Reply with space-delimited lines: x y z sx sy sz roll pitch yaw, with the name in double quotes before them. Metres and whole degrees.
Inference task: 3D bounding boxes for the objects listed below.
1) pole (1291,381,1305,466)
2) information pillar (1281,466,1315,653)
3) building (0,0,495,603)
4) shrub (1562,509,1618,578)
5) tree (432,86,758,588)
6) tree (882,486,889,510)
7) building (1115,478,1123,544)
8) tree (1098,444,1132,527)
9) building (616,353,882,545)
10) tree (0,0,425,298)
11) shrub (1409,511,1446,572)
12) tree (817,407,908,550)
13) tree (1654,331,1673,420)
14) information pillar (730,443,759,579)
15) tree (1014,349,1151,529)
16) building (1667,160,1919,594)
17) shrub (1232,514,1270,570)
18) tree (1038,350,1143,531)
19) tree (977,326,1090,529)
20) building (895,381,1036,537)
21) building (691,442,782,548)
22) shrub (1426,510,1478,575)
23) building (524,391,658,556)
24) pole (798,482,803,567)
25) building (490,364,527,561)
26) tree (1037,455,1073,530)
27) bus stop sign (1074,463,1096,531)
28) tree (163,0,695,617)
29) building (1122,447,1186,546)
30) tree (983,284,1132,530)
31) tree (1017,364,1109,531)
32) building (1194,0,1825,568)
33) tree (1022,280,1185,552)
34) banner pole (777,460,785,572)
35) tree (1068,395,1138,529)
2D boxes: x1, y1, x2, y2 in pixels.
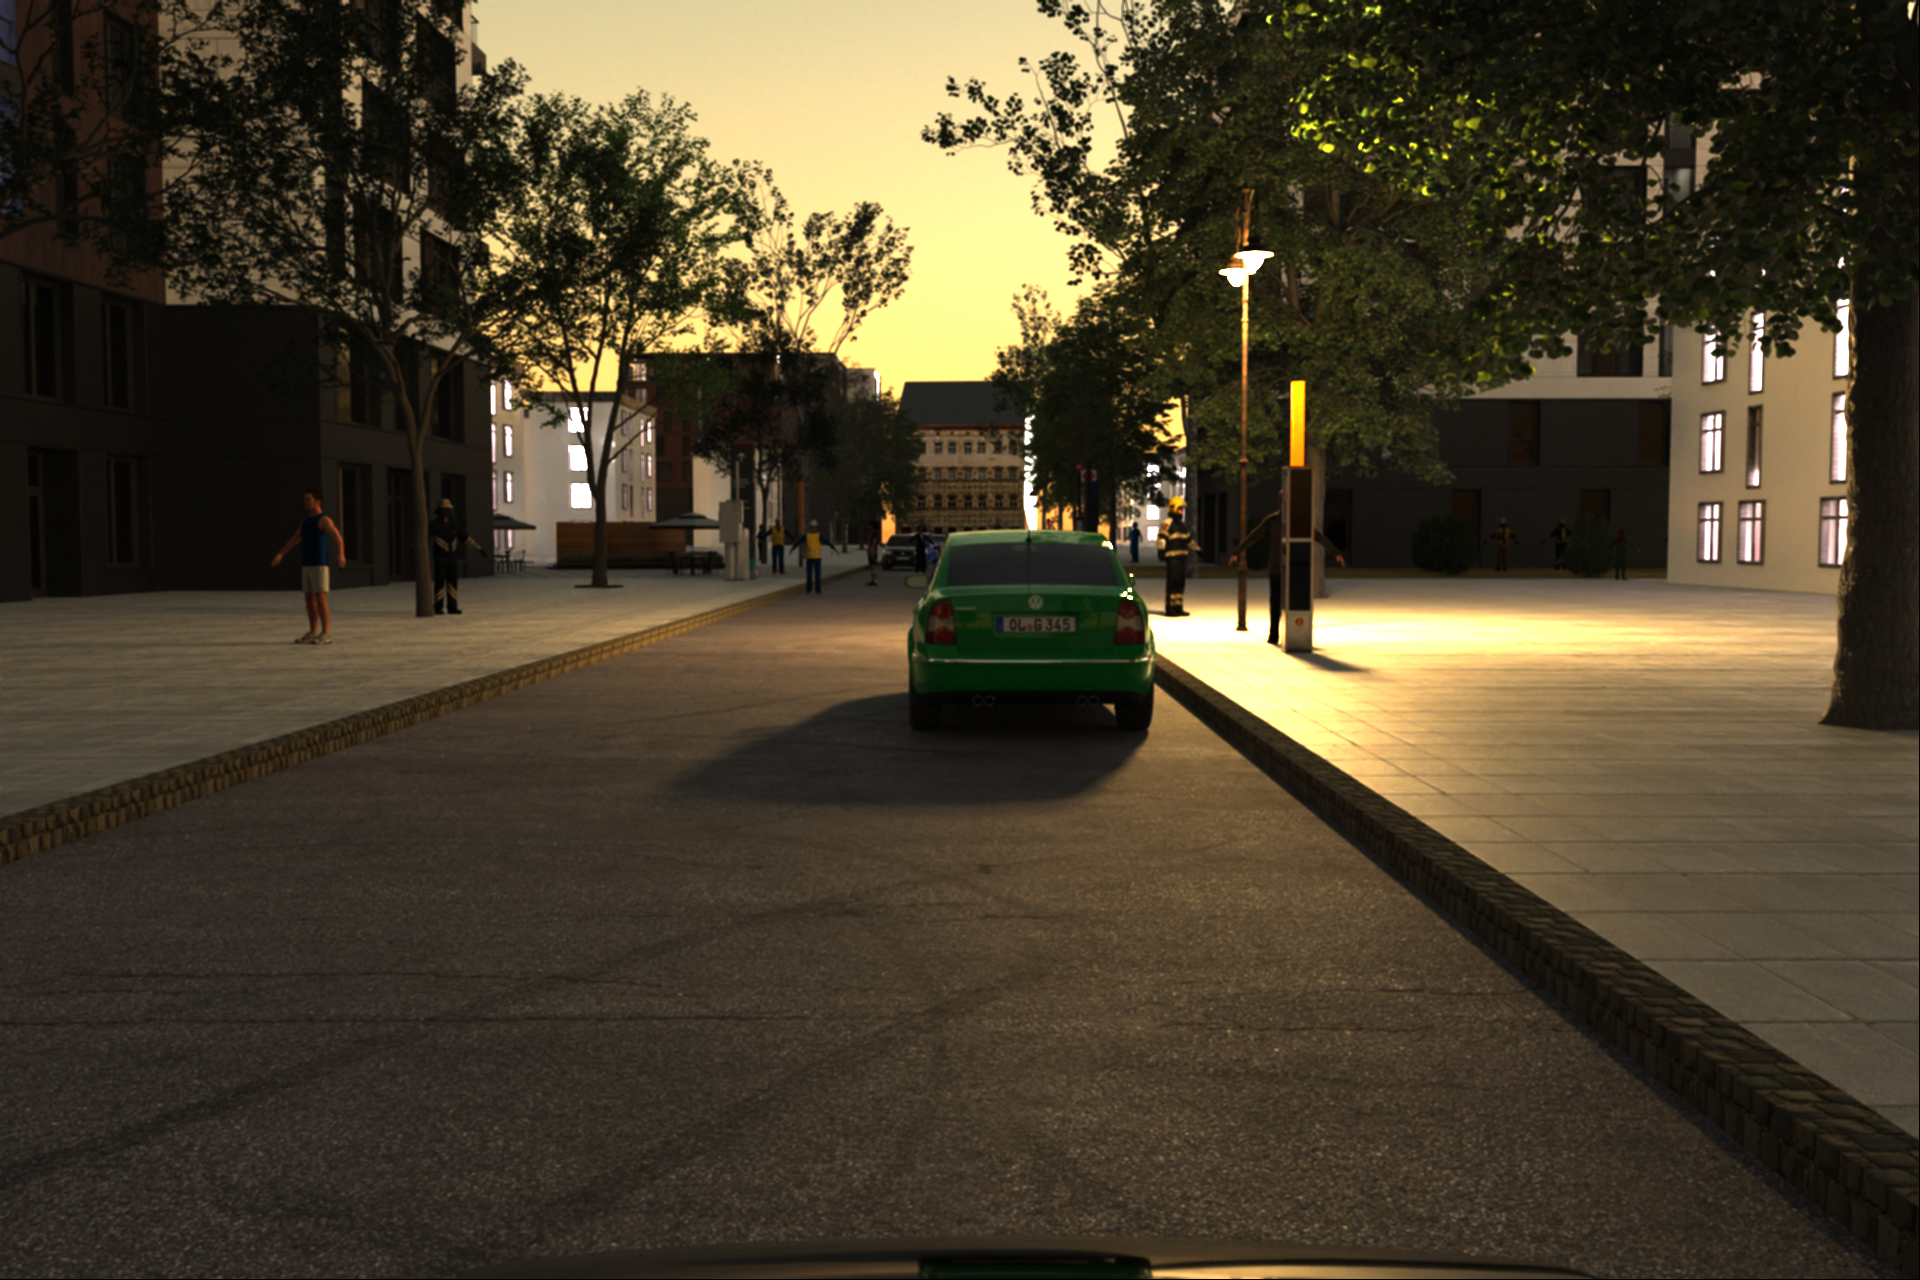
"pole" 4.524 -1.800 23.275 0.158 3.312 0.155 0 3 0
"information pillar" 3.662 -0.874 18.782 0.304 2.012 0.304 0 4 1
"building" -28.308 -11.769 36.392 27.936 21.610 32.646 0 4 0
"shrub" 18.653 -2.863 51.234 1.690 2.028 1.600 0 3 0
"tree" -8.654 -7.057 41.145 9.928 11.665 9.643 0 3 0
"tree" -11.240 -18.190 247.760 4.360 8.622 3.978 0 3 0
"building" 24.664 -16.801 216.841 9.099 9.664 28.070 0 4 0
"tree" 22.237 -20.457 241.120 9.857 13.997 8.962 0 3 0
"building" -24.465 -22.474 211.417 27.936 21.610 32.646 0 4 1
"tree" -9.105 -4.944 15.244 8.767 10.594 7.601 -2 4 -33
"shrub" 16.090 -3.350 58.816 1.661 2.075 1.752 0 3 0
"tree" -7.851 -13.057 139.240 9.928 11.665 9.643 0 3 0
"tree" 25.180 -6.614 58.506 4.360 8.622 3.978 0 3 0
"information pillar" -6.170 -3.668 49.350 0.750 3.857 0.750 0 4 0
"tree" 6.855 -10.453 96.669 9.928 11.665 9.643 0 3 0
"building" 23.070 -5.476 31.683 9.099 9.664 28.070 0 4 0
"shrub" 10.573 -3.509 61.792 1.690 2.028 1.600 0 3 0
"tree" 4.864 -7.276 69.332 4.360 8.622 3.978 0 3 0
"tree" 7.678 -18.368 156.204 12.611 20.169 13.585 0 3 0
"building" 1.122 -25.294 246.948 18.063 23.208 19.493 0 4 7
"building" -22.045 -14.024 171.444 9.099 9.664 28.070 0 3 0
"shrub" 15.385 -3.043 54.180 1.690 2.028 1.600 0 3 0
"building" -24.792 -10.635 116.029 9.099 9.664 28.070 0 4 0
"pole" -6.208 -4.508 67.543 0.158 3.312 0.155 0 3 0
"building" -26.153 -8.817 86.303 9.099 9.664 28.070 0 4 1
"tree" 7.133 -10.473 121.593 4.737 8.622 4.395 0 3 0
"bus stop sign" 4.720 -4.695 65.470 0.855 3.939 0.416 0 4 1
"tree" -8.311 -5.655 26.879 8.767 10.594 7.601 0 4 -7
"building" 22.451 -14.559 180.183 9.099 9.664 28.070 0 4 1
"tree" 6.307 -16.981 133.533 12.611 20.169 13.585 0 3 0
"tree" 7.162 -11.864 112.107 7.486 12.596 7.792 0 3 0
"building" 24.628 -14.531 81.551 27.936 21.610 32.646 0 4 0
"tree" 6.516 -9.778 77.993 7.486 12.596 7.792 0 3 0
"banner pole" -6.090 -4.188 58.488 0.401 3.779 0.863 0 3 0
"tree" 6.574 -8.396 87.629 4.360 8.622 3.978 0 3 0
